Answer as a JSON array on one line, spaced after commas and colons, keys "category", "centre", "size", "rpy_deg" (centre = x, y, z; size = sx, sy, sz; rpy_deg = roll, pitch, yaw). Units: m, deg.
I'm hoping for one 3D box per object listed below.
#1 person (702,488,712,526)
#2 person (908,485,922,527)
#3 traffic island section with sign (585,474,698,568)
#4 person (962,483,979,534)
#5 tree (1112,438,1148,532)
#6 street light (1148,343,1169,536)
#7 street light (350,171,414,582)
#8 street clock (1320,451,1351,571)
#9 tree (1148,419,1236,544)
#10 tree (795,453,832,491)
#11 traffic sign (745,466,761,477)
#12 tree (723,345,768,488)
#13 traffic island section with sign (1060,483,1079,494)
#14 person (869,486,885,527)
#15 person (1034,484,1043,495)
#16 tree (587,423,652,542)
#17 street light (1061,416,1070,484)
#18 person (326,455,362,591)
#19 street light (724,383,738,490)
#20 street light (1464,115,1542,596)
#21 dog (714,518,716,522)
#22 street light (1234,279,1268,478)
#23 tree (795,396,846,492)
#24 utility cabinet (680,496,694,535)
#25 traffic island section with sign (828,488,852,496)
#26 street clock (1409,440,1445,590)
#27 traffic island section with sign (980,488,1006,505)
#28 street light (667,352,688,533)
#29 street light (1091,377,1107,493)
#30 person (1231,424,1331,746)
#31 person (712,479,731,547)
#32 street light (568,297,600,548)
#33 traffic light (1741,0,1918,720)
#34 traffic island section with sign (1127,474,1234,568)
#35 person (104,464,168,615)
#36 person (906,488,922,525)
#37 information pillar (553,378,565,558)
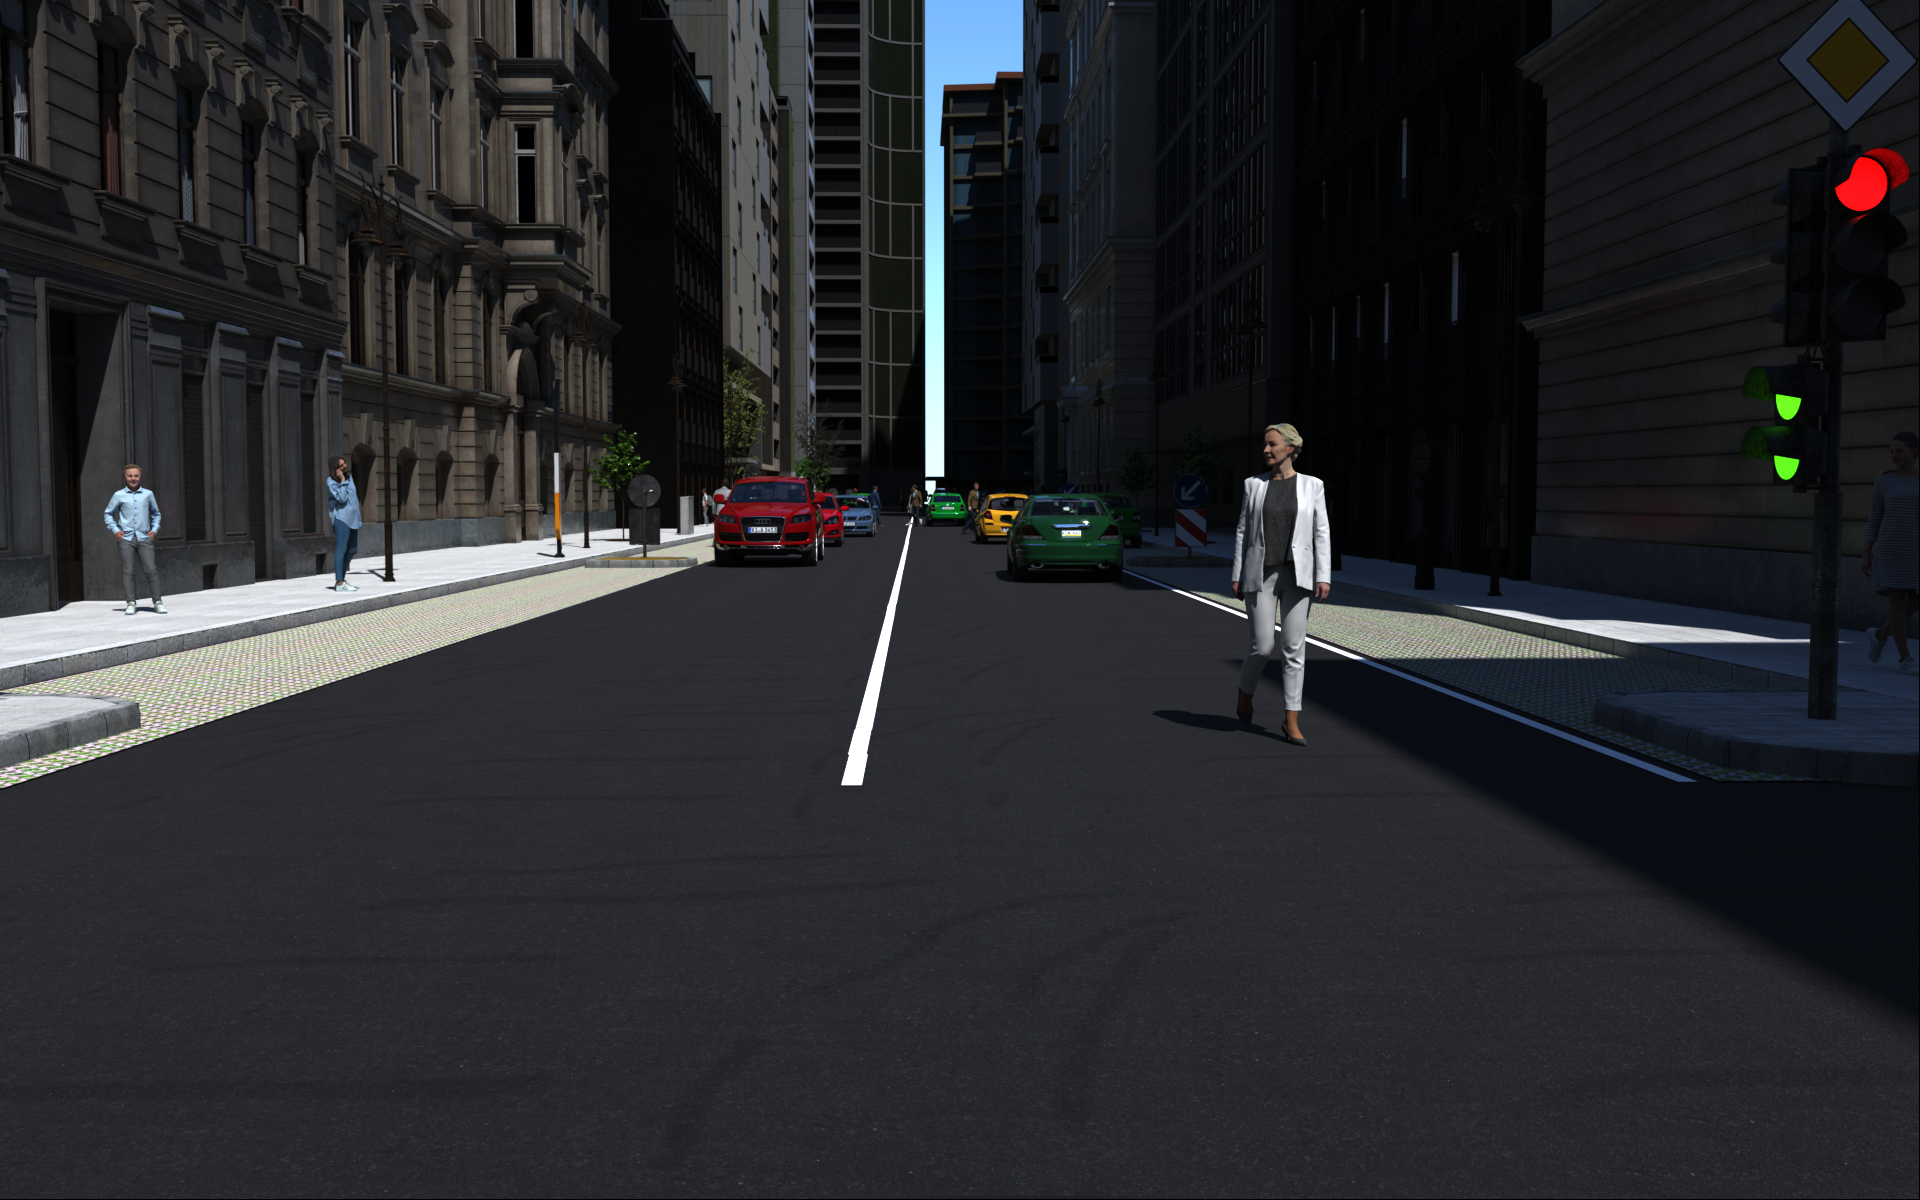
[{"category": "person", "centre": [-10.153, -3.699, 69.113], "size": [0.523, 1.515, 0.503], "rpy_deg": [-3, 5, -41]}, {"category": "person", "centre": [-1.965, -4.137, 76.044], "size": [0.656, 1.842, 0.836], "rpy_deg": [0, 4, 6]}, {"category": "traffic island section with sign", "centre": [-6.251, -1.568, 34.258], "size": [1.989, 1.847, 2.006], "rpy_deg": [0, 4, -1]}, {"category": "person", "centre": [0.470, -3.249, 61.540], "size": [0.836, 1.842, 0.656], "rpy_deg": [0, 4, 1]}, {"category": "tree", "centre": [5.902, -3.921, 58.716], "size": [1.663, 3.219, 1.824], "rpy_deg": [0, 3, 0]}, {"category": "street light", "centre": [6.045, -4.908, 53.035], "size": [0.468, 5.910, 1.993], "rpy_deg": [0, 4, -1]}, {"category": "street light", "centre": [-8.377, -3.208, 25.246], "size": [0.468, 5.910, 1.993], "rpy_deg": [0, 4, -1]}, {"category": "street clock", "centre": [6.274, -1.494, 28.994], "size": [0.471, 2.002, 0.358], "rpy_deg": [3, 5, 40]}, {"category": "tree", "centre": [6.099, -3.074, 44.854], "size": [1.663, 3.219, 1.824], "rpy_deg": [0, 3, 0]}, {"category": "tree", "centre": [-11.695, -9.317, 136.049], "size": [4.285, 4.588, 4.351], "rpy_deg": [0, 3, 0]}, {"category": "traffic sign", "centre": [-9.326, -4.766, 78.035], "size": [0.768, 2.556, 0.104], "rpy_deg": [0, 4, 5]}, {"category": "tree", "centre": [-10.907, -8.074, 82.366], "size": [4.737, 8.622, 4.395], "rpy_deg": [0, 3, 0]}, {"category": "traffic island section with sign", "centre": [3.714, -3.240, 61.596], "size": [1.989, 1.847, 2.006], "rpy_deg": [0, 4, -1]}, {"category": "person", "centre": [-3.657, -4.080, 75.397], "size": [0.721, 1.800, 0.419], "rpy_deg": [3, 5, 42]}, {"category": "person", "centre": [2.902, -3.505, 65.978], "size": [0.590, 1.801, 0.661], "rpy_deg": [2, 4, 33]}, {"category": "tree", "centre": [-9.216, -3.226, 47.354], "size": [1.663, 3.219, 1.824], "rpy_deg": [0, 3, 0]}, {"category": "street light", "centre": [5.133, -6.840, 84.620], "size": [0.468, 5.910, 1.993], "rpy_deg": [0, 4, -1]}, {"category": "person", "centre": [-8.152, -1.013, 22.863], "size": [0.793, 1.790, 0.793], "rpy_deg": [-2, 4, -25]}, {"category": "street light", "centre": [-9.515, -6.066, 71.960], "size": [0.468, 5.910, 1.993], "rpy_deg": [0, 4, -1]}, {"category": "street light", "centre": [6.737, -2.989, 21.650], "size": [0.468, 5.910, 1.993], "rpy_deg": [0, 4, -1]}, {"category": "dog", "centre": [-10.239, -3.415, 73.571], "size": [0.550, 0.427, 0.748], "rpy_deg": [1, 4, 22]}, {"category": "street light", "centre": [6.281, -3.958, 37.500], "size": [0.468, 5.910, 1.993], "rpy_deg": [0, 4, -1]}, {"category": "tree", "centre": [-10.817, -11.060, 131.193], "size": [4.360, 8.622, 3.978], "rpy_deg": [0, 3, 0]}, {"category": "utility cabinet", "centre": [-8.656, -2.674, 54.877], "size": [0.306, 1.237, 1.020], "rpy_deg": [0, 4, 0]}, {"category": "traffic island section with sign", "centre": [-8.115, -6.285, 111.391], "size": [1.989, 1.847, 2.006], "rpy_deg": [0, 4, -1]}, {"category": "street clock", "centre": [6.238, -1.139, 23.191], "size": [0.358, 2.002, 0.471], "rpy_deg": [-1, 4, -23]}, {"category": "traffic island section with sign", "centre": [2.494, -6.322, 111.986], "size": [1.989, 1.847, 2.006], "rpy_deg": [0, 4, -1]}, {"category": "street light", "centre": [-9.186, -5.116, 56.427], "size": [0.468, 5.910, 1.993], "rpy_deg": [0, 4, -1]}, {"category": "street light", "centre": [5.491, -5.858, 68.563], "size": [0.468, 5.910, 1.993], "rpy_deg": [0, 4, -1]}, {"category": "person", "centre": [1.864, -0.110, 10.180], "size": [0.514, 1.842, 0.818], "rpy_deg": [0, 4, -7]}, {"category": "person", "centre": [-6.327, -2.320, 46.275], "size": [0.661, 1.843, 0.795], "rpy_deg": [1, 4, 12]}, {"category": "street light", "centre": [-8.852, -4.166, 40.894], "size": [0.468, 5.910, 1.993], "rpy_deg": [0, 4, -1]}, {"category": "traffic light", "centre": [4.915, -1.277, 9.798], "size": [0.839, 4.253, 0.868], "rpy_deg": [0, 4, -1]}, {"category": "traffic island section with sign", "centre": [4.366, -1.583, 34.504], "size": [1.989, 1.847, 2.006], "rpy_deg": [0, 4, -1]}, {"category": "person", "centre": [-8.822, -0.653, 18.523], "size": [0.589, 1.601, 0.330], "rpy_deg": [-2, 4, -25]}, {"category": "person", "centre": [-2.120, -4.264, 78.962], "size": [0.760, 1.731, 0.466], "rpy_deg": [-1, 4, -9]}, {"category": "information pillar", "centre": [-8.117, -2.666, 34.948], "size": [0.183, 3.616, 0.504], "rpy_deg": [0, 4, -7]}]
